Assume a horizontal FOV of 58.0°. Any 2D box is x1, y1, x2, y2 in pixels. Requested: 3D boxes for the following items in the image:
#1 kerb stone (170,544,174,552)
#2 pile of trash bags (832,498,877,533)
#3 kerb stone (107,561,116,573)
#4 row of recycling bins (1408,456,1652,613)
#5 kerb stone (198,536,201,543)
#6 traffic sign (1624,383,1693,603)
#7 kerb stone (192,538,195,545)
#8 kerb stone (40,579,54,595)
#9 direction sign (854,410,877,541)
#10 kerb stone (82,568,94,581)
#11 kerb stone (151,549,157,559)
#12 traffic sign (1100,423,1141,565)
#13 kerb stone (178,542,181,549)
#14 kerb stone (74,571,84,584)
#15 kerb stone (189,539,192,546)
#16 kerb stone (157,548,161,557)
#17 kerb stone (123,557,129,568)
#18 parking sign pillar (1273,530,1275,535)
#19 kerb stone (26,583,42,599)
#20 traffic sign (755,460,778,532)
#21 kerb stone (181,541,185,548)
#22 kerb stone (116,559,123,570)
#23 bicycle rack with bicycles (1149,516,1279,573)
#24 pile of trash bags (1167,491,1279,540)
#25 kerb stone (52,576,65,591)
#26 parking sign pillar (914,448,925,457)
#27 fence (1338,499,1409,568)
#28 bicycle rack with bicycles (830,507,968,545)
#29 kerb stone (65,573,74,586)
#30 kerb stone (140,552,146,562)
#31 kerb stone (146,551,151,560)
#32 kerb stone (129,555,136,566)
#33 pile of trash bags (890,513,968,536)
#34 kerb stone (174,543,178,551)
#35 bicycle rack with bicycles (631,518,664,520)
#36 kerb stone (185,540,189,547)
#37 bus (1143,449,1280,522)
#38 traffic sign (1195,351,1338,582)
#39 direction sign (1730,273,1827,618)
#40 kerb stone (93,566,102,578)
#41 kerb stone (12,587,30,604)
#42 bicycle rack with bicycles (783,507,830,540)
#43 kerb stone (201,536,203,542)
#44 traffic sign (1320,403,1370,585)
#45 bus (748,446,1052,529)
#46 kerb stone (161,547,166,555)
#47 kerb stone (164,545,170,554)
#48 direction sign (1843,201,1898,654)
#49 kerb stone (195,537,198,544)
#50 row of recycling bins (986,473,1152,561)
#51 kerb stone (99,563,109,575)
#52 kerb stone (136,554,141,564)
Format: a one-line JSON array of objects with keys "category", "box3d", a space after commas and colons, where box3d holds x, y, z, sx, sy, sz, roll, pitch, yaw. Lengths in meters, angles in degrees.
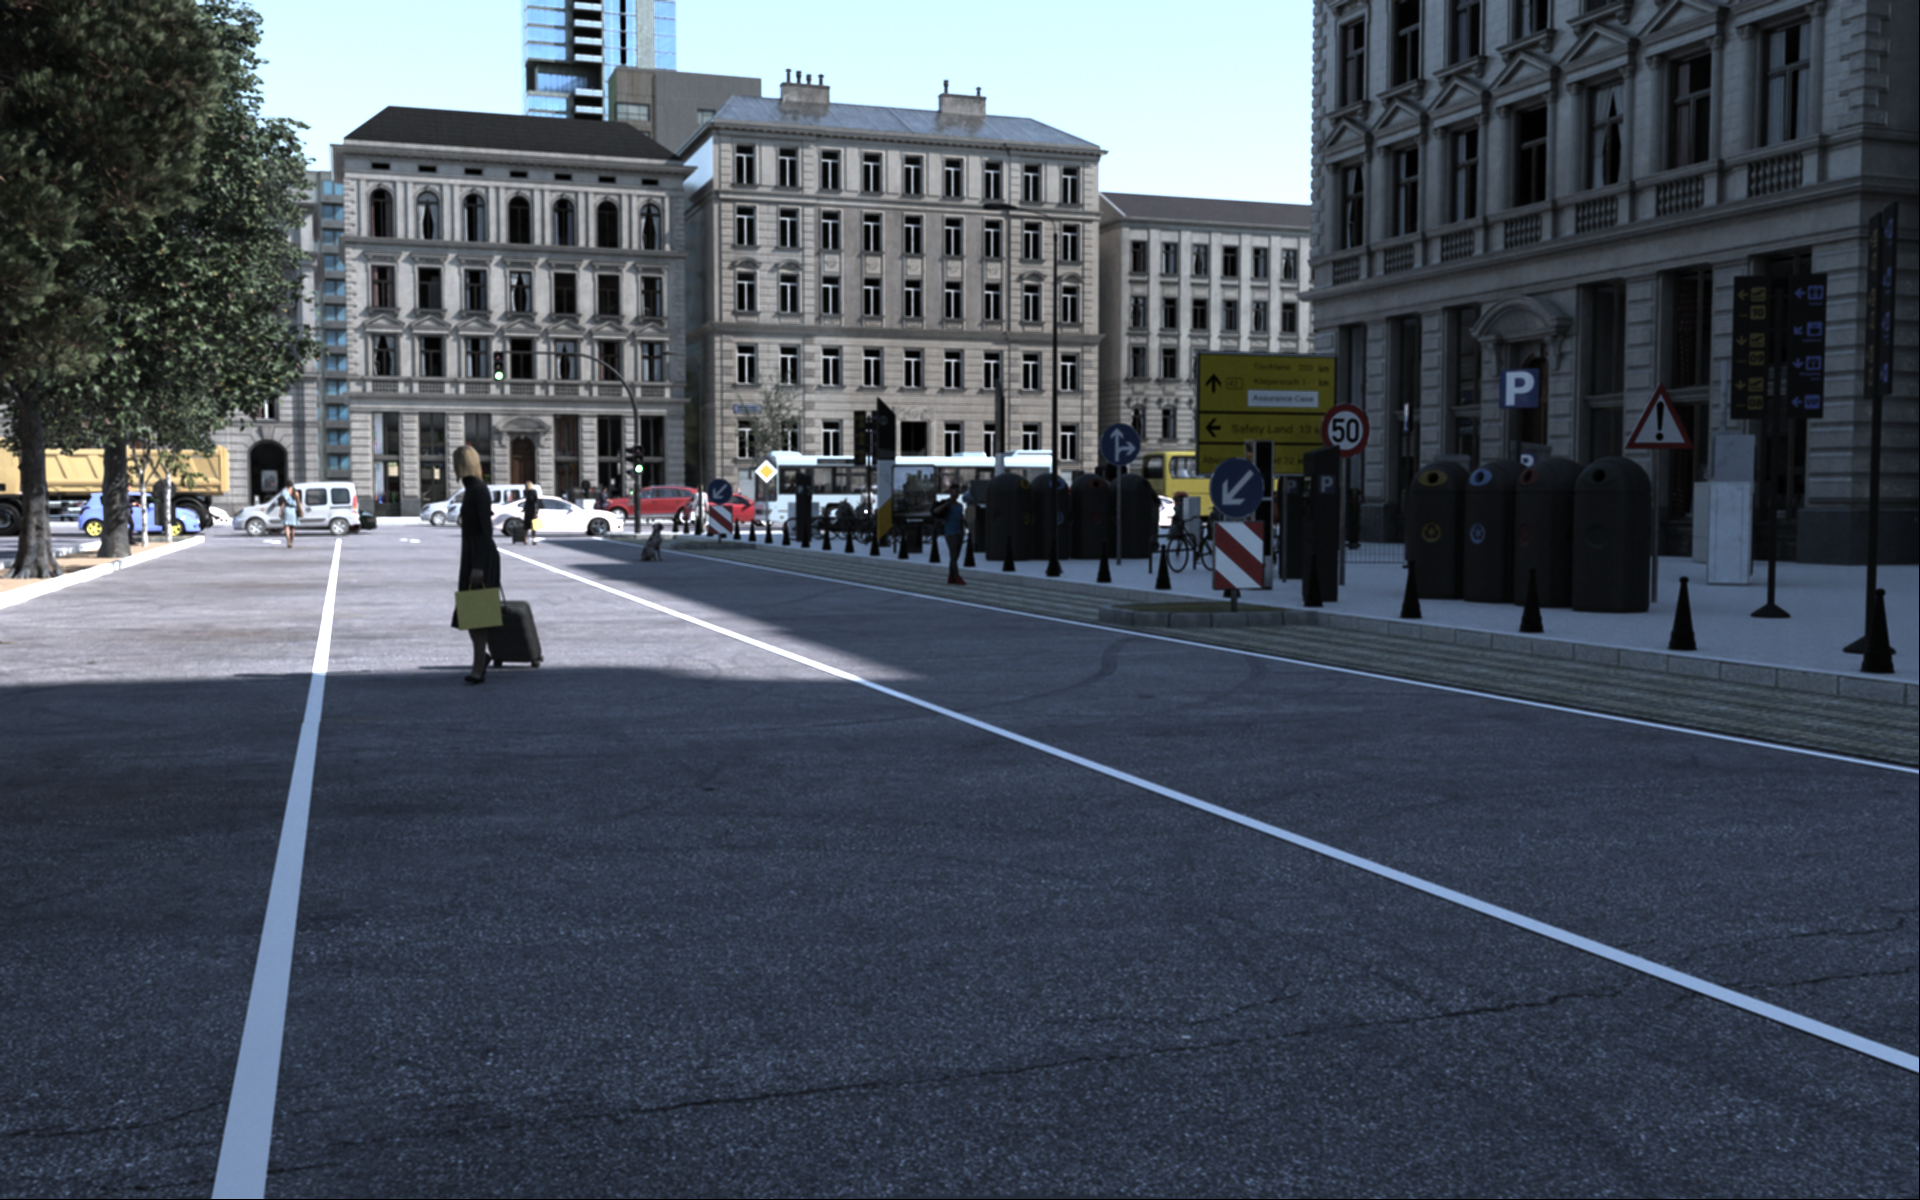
[{"category": "kerb stone", "box3d": [-19.374, -1.229, 42.289, 0.120, 0.150, 1.000, -1, 4, -19]}, {"category": "pile of trash bags", "box3d": [-2.764, -2.941, 57.841, 1.912, 1.369, 3.447, -3, 5, -41]}, {"category": "kerb stone", "box3d": [-15.589, -0.575, 31.636, 0.120, 0.150, 1.000, -1, 4, -19]}, {"category": "row of recycling bins", "box3d": [6.590, -0.803, 20.243, 1.069, 1.692, 3.534, -2, 4, -26]}, {"category": "kerb stone", "box3d": [-22.121, -1.703, 50.049, 0.120, 0.150, 1.000, -1, 4, -19]}, {"category": "traffic sign", "box3d": [8.207, -1.248, 20.408, 0.884, 2.594, 0.081, -1, 4, -11]}, {"category": "kerb stone", "box3d": [-21.431, -1.585, 48.110, 0.120, 0.150, 1.000, -1, 4, -19]}, {"category": "kerb stone", "box3d": [-13.188, -0.160, 24.853, 0.120, 0.150, 1.000, -1, 4, -19]}, {"category": "direction sign", "box3d": [-2.472, -3.368, 47.063, 0.876, 3.537, 0.379, 1, 4, 22]}, {"category": "kerb stone", "box3d": [-14.557, -0.400, 28.736, 0.120, 0.150, 1.000, -1, 4, -19]}, {"category": "kerb stone", "box3d": [-17.995, -0.992, 38.412, 0.120, 0.150, 1.000, -1, 4, -19]}, {"category": "traffic sign", "box3d": [2.879, -1.909, 31.313, 0.768, 2.556, 0.104, -1, 4, -13]}, {"category": "kerb stone", "box3d": [-20.064, -1.348, 44.231, 0.120, 0.150, 1.000, -1, 4, -19]}, {"category": "kerb stone", "box3d": [-14.226, -0.334, 27.765, 0.120, 0.150, 1.000, -1, 4, -19]}, {"category": "kerb stone", "box3d": [-21.088, -1.526, 47.143, 0.120, 0.150, 1.000, -1, 4, -19]}, {"category": "kerb stone", "box3d": [-18.335, -1.050, 39.386, 0.120, 0.150, 1.000, -1, 4, -19]}, {"category": "kerb stone", "box3d": [-16.276, -0.696, 33.573, 0.120, 0.150, 1.000, -1, 4, -19]}, {"category": "parking sign pillar", "box3d": [9.213, -4.034, 54.424, 1.447, 3.967, 1.447, 1, 4, 9]}, {"category": "kerb stone", "box3d": [-12.843, -0.103, 23.878, 0.120, 0.150, 1.000, -1, 4, -19]}, {"category": "traffic sign", "box3d": [-6.475, -3.473, 57.971, 0.795, 2.450, 0.064, -1, 4, -11]}, {"category": "kerb stone", "box3d": [-20.406, -1.407, 45.203, 0.120, 0.150, 1.000, -1, 4, -19]}, {"category": "kerb stone", "box3d": [-15.939, -0.631, 32.605, 0.120, 0.150, 1.000, -1, 4, -19]}, {"category": "bicycle rack with bicycles", "box3d": [4.489, -0.916, 28.361, 2.852, 0.926, 2.925, 2, 4, 33]}, {"category": "pile of trash bags", "box3d": [7.449, -2.372, 48.527, 3.447, 1.369, 1.912, 2, 4, 33]}, {"category": "kerb stone", "box3d": [-13.528, -0.222, 25.821, 0.120, 0.150, 1.000, -1, 4, -19]}, {"category": "parking sign pillar", "box3d": [-2.647, -6.862, 100.657, 1.447, 3.967, 1.447, -3, 5, -43]}, {"category": "fence", "box3d": [6.801, -1.176, 30.424, 2.264, 1.192, 0.480, 1, 4, 16]}, {"category": "bicycle rack with bicycles", "box3d": [-1.392, -1.897, 44.401, 2.925, 0.926, 2.852, 1, 4, 17]}, {"category": "kerb stone", "box3d": [-13.887, -0.281, 26.796, 0.120, 0.150, 1.000, -1, 4, -19]}, {"category": "kerb stone", "box3d": [-17.312, -0.873, 36.477, 0.120, 0.150, 1.000, -1, 4, -19]}, {"category": "kerb stone", "box3d": [-17.660, -0.933, 37.442, 0.120, 0.150, 1.000, -1, 4, -19]}, {"category": "kerb stone", "box3d": [-16.619, -0.755, 34.544, 0.120, 0.150, 1.000, -1, 4, -19]}, {"category": "pile of trash bags", "box3d": [-0.520, -2.714, 54.122, 3.447, 1.369, 1.912, -3, 5, -45]}, {"category": "kerb stone", "box3d": [-19.715, -1.288, 43.257, 0.120, 0.150, 1.000, -1, 4, -19]}, {"category": "bicycle rack with bicycles", "box3d": [-15.990, -4.434, 85.874, 2.925, 0.926, 2.852, -2, 4, -24]}, {"category": "kerb stone", "box3d": [-20.745, -1.467, 46.176, 0.120, 0.150, 1.000, -1, 4, -19]}, {"category": "bus", "box3d": [15.429, -5.958, 88.960, 12.252, 3.916, 2.896, -1, 4, -20]}, {"category": "traffic sign", "box3d": [4.414, -1.903, 24.993, 2.265, 3.308, 0.079, -1, 4, -18]}, {"category": "direction sign", "box3d": [8.467, -1.589, 17.984, 0.876, 3.537, 0.379, 1, 4, 16]}, {"category": "kerb stone", "box3d": [-14.902, -0.451, 29.703, 0.120, 0.150, 1.000, -1, 4, -19]}, {"category": "kerb stone", "box3d": [-12.492, -0.044, 22.910, 0.120, 0.150, 1.000, -1, 4, -19]}, {"category": "bicycle rack with bicycles", "box3d": [-3.522, -2.197, 49.305, 2.925, 0.926, 2.852, 0, 4, -2]}, {"category": "kerb stone", "box3d": [-22.472, -1.759, 51.023, 0.120, 0.150, 1.000, -1, 4, -19]}, {"category": "traffic sign", "box3d": [5.377, -1.481, 24.313, 0.768, 2.556, 0.104, -1, 4, -15]}, {"category": "bus", "box3d": [-2.677, -4.716, 71.972, 13.247, 3.499, 2.948, -1, 4, -18]}, {"category": "kerb stone", "box3d": [-18.685, -1.108, 40.356, 0.120, 0.150, 1.000, -1, 4, -19]}, {"category": "kerb stone", "box3d": [-19.024, -1.169, 41.324, 0.120, 0.150, 1.000, -1, 4, -19]}, {"category": "direction sign", "box3d": [7.358, -1.340, 13.909, 0.379, 3.537, 0.876, 1, 4, 17]}, {"category": "kerb stone", "box3d": [-21.765, -1.642, 49.081, 0.120, 0.150, 1.000, -1, 4, -19]}, {"category": "row of recycling bins", "box3d": [2.137, -1.651, 34.099, 3.534, 1.692, 1.069, -2, 4, -25]}, {"category": "kerb stone", "box3d": [-15.247, -0.512, 30.669, 0.120, 0.150, 1.000, -1, 4, -19]}, {"category": "kerb stone", "box3d": [-16.964, -0.809, 35.512, 0.120, 0.150, 1.000, -1, 4, -19]}]
